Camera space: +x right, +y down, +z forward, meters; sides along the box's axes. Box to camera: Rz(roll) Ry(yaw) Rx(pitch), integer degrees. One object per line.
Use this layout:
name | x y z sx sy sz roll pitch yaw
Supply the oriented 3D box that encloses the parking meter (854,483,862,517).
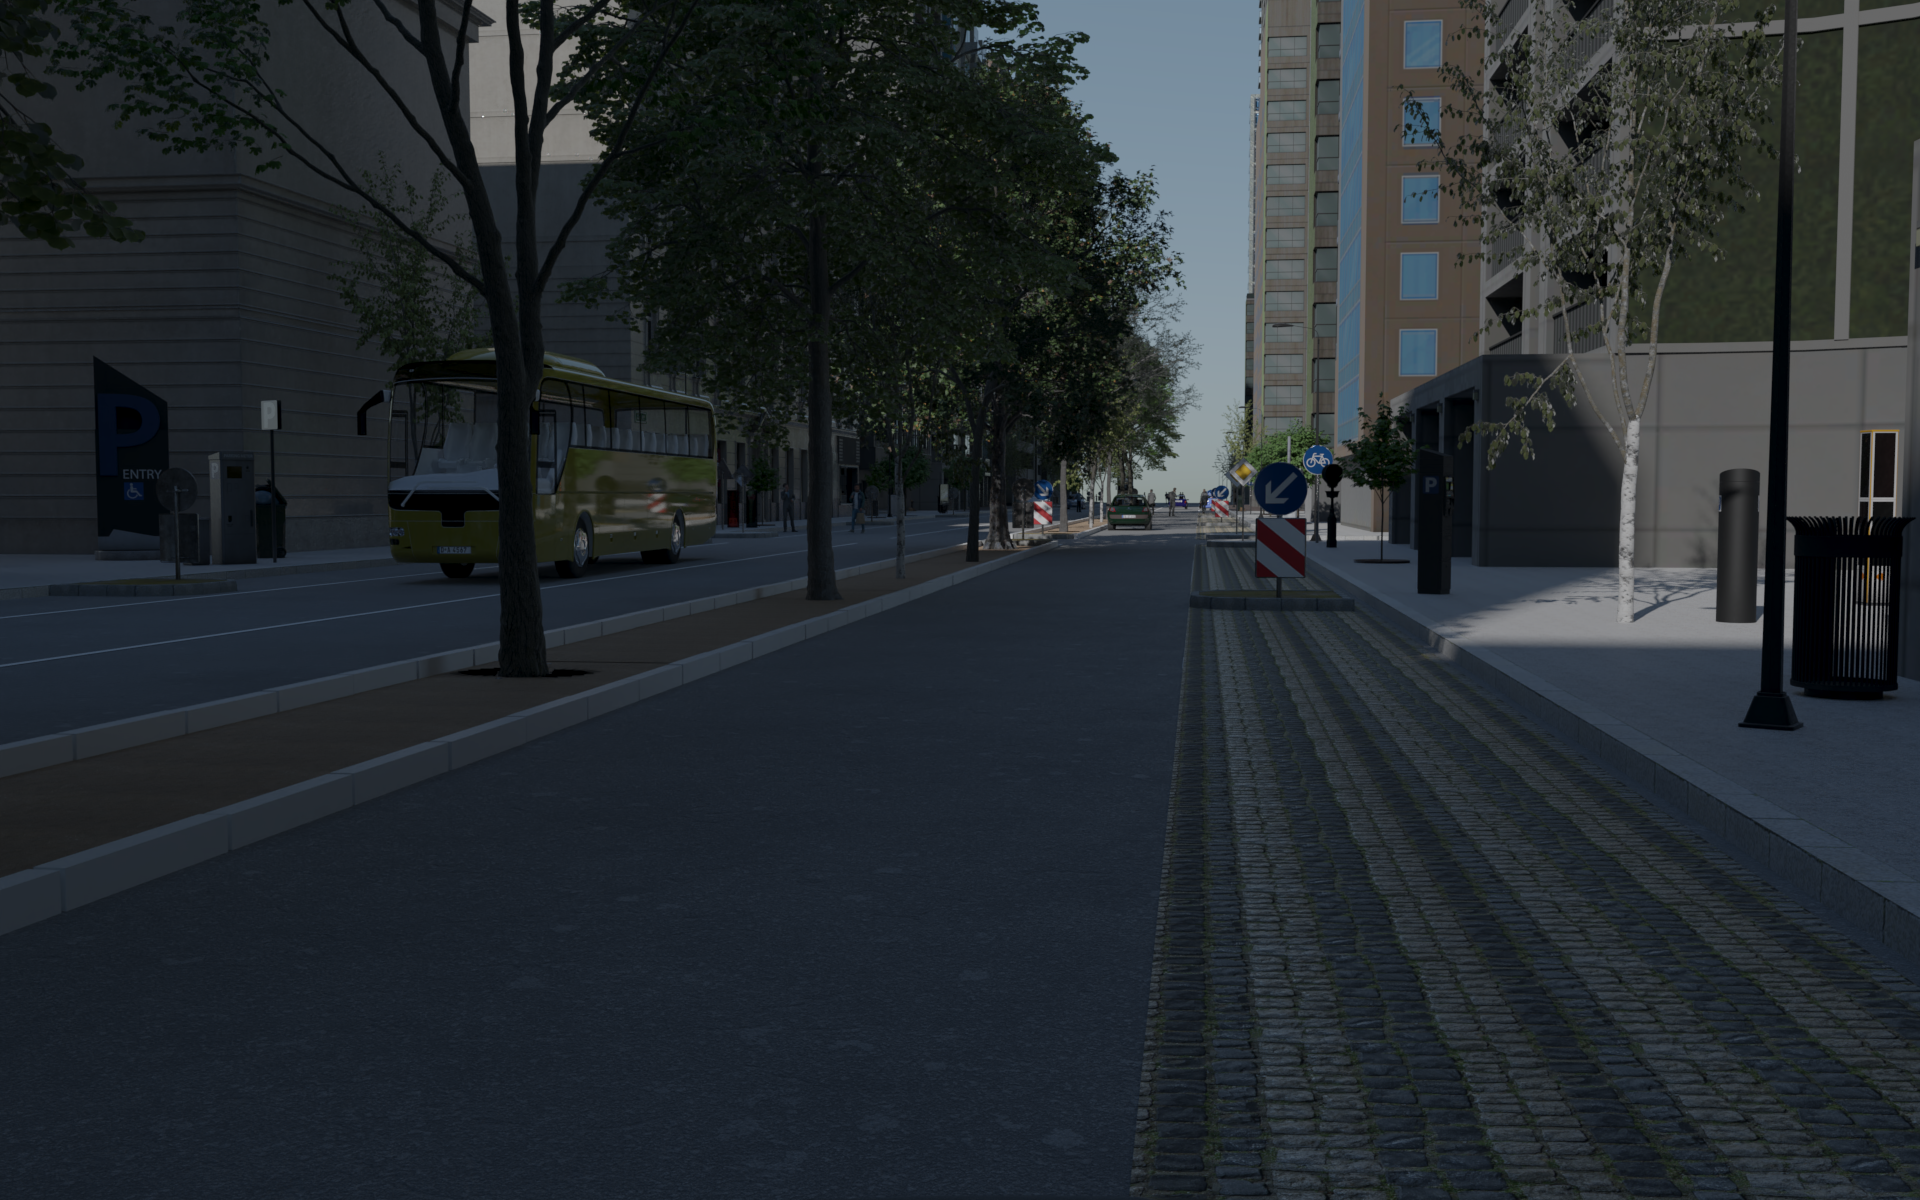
parking meter | -5.187 -5.045 88.205 0.399 1.863 0.255 -1 4 -12

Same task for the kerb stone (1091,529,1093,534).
kerb stone | 4.481 -2.362 60.807 0.120 0.150 1.000 0 4 8

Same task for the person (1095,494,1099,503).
person | 20.125 -14.875 254.924 0.991 1.433 0.599 -3 4 -36

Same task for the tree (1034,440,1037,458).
tree | 3.756 -12.242 150.513 4.360 8.622 3.978 0 3 0

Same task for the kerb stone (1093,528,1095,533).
kerb stone | 4.623 -2.424 61.829 0.120 0.150 1.000 0 4 8

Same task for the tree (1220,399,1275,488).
tree | 21.971 -11.166 132.925 4.737 8.622 4.395 0 3 0

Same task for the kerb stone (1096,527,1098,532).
kerb stone | 4.902 -2.548 63.859 0.120 0.150 1.000 0 4 8

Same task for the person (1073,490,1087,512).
person | 9.360 -7.800 136.015 1.348 1.826 0.705 -2 4 -35

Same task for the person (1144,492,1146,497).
person | 28.677 -15.839 268.193 0.721 1.735 1.217 0 4 -7

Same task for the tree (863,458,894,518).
tree | -4.316 -5.977 92.332 1.663 3.219 1.824 0 3 0

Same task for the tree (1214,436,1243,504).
tree | 33.860 -16.247 216.003 4.360 8.622 3.978 0 3 0

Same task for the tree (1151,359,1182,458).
tree | 11.568 -11.598 117.832 9.928 11.665 9.643 0 3 0

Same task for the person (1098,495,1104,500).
person | 16.420 -11.784 201.150 0.705 1.826 1.348 2 4 25

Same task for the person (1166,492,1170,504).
person | 28.840 -14.022 238.470 1.217 1.736 0.721 -3 5 -41

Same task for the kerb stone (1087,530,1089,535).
kerb stone | 4.189 -2.237 58.775 0.120 0.150 1.000 0 4 8

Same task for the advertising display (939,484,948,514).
advertising display | -1.077 -6.650 113.934 0.123 1.923 0.974 2 4 31

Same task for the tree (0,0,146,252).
tree | -4.497 -5.141 4.644 7.486 12.596 7.792 0 3 0

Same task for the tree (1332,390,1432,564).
tree | 7.895 -2.313 32.426 1.663 3.219 1.824 0 3 0

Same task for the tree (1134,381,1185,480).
tree | 12.543 -12.597 126.543 7.486 12.596 7.792 0 3 0

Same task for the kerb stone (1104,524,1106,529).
kerb stone | 5.605 -2.857 68.932 0.120 0.150 1.000 0 4 8

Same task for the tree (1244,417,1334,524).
tree | 14.381 -5.508 73.777 4.285 4.588 4.351 0 3 0

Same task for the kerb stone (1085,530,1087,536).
kerb stone | 4.049 -2.171 57.763 0.120 0.150 1.000 0 4 8

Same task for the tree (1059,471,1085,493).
tree | 15.059 -15.240 232.892 4.285 4.588 4.351 0 3 0

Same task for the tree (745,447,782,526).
tree | -8.120 -4.617 70.085 1.663 3.219 1.824 0 3 0

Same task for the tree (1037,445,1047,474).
tree | 5.150 -12.849 160.449 4.360 8.622 3.978 0 3 0

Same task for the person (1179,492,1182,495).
person | 30.739 -14.223 241.767 1.217 1.735 0.721 -1 4 -12

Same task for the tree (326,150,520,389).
tree | -11.680 -5.357 37.949 4.737 8.622 4.395 0 3 0

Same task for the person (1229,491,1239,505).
person | 33.133 -12.239 208.612 1.348 1.823 0.705 1 4 11

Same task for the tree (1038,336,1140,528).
tree | 5.549 -7.367 73.277 4.737 8.622 4.395 0 3 0

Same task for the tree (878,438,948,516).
tree | -3.213 -7.187 101.227 4.285 4.588 4.351 0 3 0

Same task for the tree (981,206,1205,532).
tree | 3.885 -9.296 64.820 12.009 13.543 11.850 0 3 0

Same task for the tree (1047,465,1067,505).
tree | 10.979 -15.516 204.042 4.360 8.622 3.978 0 3 0

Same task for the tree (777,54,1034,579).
tree | -1.017 -4.642 28.714 4.360 8.622 3.978 0 3 0

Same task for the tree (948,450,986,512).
tree | 0.256 -8.761 126.957 4.285 4.588 4.351 0 3 0

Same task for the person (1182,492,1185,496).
person | 32.717 -15.032 255.096 0.721 1.723 1.217 -3 5 -44

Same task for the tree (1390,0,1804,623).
tree | 6.635 -4.095 17.312 4.360 8.622 3.978 0 3 0

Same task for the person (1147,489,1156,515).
person | 12.988 -6.668 117.918 0.661 1.777 0.834 -1 4 -23

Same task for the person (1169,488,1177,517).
person | 13.606 -6.255 110.581 0.447 1.846 0.655 -3 4 -38

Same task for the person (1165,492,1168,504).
person | 29.393 -14.489 245.839 0.683 1.767 0.568 0 4 6

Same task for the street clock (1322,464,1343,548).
street clock | 8.905 -2.255 41.441 0.471 2.002 0.358 -1 4 -13

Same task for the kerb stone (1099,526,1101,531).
kerb stone | 5.177 -2.672 65.888 0.120 0.150 1.000 0 4 8

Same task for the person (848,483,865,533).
person | -3.681 -3.316 62.709 0.794 1.824 0.713 3 5 41

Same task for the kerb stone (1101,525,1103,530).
kerb stone | 5.328 -2.733 66.899 0.120 0.150 1.000 0 4 8

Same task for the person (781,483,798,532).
person | -6.427 -3.479 65.184 0.655 1.846 0.447 -1 4 -23

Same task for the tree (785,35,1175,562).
tree | 0.190 -6.049 35.773 8.767 10.594 7.601 0 4 8

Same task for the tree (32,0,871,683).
tree | -3.525 -5.211 13.412 9.928 11.665 9.643 0 3 0

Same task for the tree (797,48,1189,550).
tree | 0.992 -7.639 44.370 9.611 12.733 9.660 0 3 0

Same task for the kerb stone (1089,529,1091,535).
kerb stone | 4.332 -2.299 59.787 0.120 0.150 1.000 0 4 8

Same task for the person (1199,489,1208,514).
person | 17.803 -7.217 126.596 0.694 1.812 0.767 2 4 25

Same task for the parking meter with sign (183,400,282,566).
parking meter with sign | -13.311 -2.163 31.632 0.543 3.016 1.738 3 4 38

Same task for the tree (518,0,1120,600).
tree | -1.819 -6.237 22.566 7.486 12.596 7.792 0 3 0

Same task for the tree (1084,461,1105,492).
tree | 21.547 -20.112 279.200 4.360 8.622 3.978 0 3 0

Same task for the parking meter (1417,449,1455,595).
parking meter | 6.101 -1.008 22.197 0.399 1.863 0.255 3 5 43

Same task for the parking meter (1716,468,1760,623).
parking meter | 7.781 -0.545 17.325 0.372 1.533 0.369 0 3 0
